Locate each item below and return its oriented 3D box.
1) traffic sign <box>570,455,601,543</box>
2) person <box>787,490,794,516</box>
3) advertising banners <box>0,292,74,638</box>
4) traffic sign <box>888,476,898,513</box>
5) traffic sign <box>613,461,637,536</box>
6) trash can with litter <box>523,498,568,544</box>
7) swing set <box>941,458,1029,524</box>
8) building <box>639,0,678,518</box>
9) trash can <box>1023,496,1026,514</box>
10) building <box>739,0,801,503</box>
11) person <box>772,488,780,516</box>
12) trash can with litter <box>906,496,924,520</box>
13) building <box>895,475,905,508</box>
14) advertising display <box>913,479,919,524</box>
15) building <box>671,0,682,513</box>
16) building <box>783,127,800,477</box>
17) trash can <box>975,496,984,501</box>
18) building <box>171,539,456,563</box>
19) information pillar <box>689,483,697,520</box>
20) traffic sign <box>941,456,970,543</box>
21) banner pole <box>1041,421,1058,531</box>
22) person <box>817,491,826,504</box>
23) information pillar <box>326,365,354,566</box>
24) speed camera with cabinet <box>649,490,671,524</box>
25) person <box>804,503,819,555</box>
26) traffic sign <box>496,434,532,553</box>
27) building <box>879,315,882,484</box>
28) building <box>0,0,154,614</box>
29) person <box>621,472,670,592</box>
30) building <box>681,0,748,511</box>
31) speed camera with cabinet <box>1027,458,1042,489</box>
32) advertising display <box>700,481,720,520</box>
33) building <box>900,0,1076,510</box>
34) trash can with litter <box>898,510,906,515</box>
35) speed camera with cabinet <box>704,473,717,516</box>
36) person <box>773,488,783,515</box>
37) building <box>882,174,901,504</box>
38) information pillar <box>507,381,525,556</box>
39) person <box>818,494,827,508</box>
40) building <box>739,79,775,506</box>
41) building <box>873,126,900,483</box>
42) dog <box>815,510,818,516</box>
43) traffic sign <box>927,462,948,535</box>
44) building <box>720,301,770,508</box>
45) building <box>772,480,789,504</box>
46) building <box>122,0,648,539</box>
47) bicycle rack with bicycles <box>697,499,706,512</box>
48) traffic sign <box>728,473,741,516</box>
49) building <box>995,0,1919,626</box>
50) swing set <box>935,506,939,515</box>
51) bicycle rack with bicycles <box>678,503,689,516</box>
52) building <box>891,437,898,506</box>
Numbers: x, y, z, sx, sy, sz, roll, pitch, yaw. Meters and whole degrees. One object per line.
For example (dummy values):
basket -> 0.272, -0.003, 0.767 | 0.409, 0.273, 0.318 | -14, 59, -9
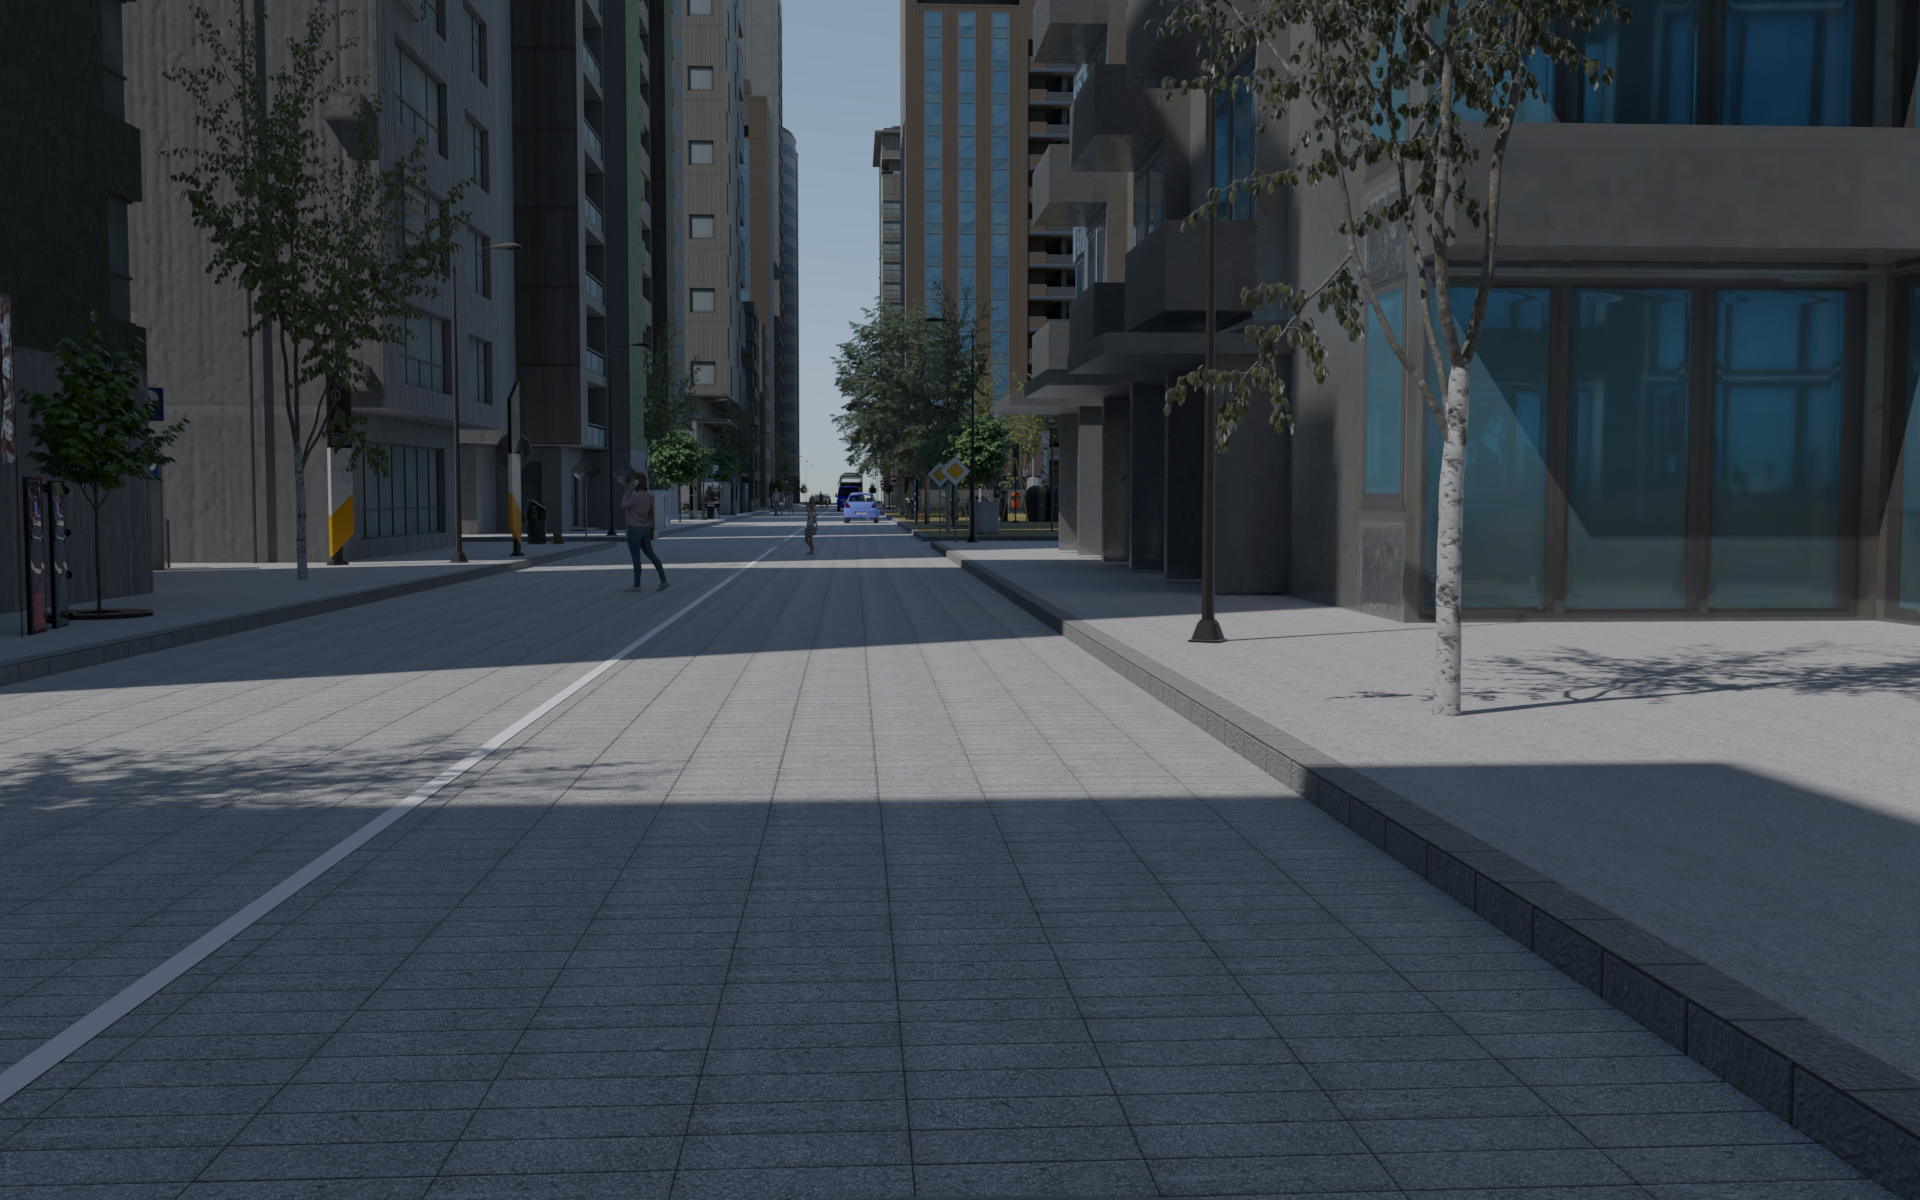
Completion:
traffic sign -> -9.750, -2.538, 45.138 | 0.795, 2.450, 0.064 | 0, 4, -4
person -> -11.245, -6.462, 114.910 | 0.466, 1.731, 0.760 | 1, 4, 10
advertising banners -> -8.506, -1.205, 15.898 | 0.090, 3.025, 2.074 | -1, 4, -13
traffic sign -> -4.592, -7.278, 119.093 | 0.768, 2.556, 0.104 | 0, 4, -3
traffic sign -> -10.246, -3.025, 53.108 | 0.795, 2.450, 0.064 | 0, 4, -4
trash can with litter -> -10.670, -2.031, 44.587 | 1.055, 1.170, 0.624 | -2, 4, -24
swing set -> 1.205, -4.745, 75.199 | 3.119, 2.851, 2.862 | -1, 4, -22
building -> -22.368, -19.399, 88.867 | 14.160, 30.474, 14.107 | 0, 4, -4
trash can -> 4.268, -5.991, 109.611 | 0.748, 1.137, 0.748 | 0, 3, 0
building -> -33.200, -49.354, 245.193 | 20.563, 71.187, 20.611 | 0, 4, -4
person -> -11.918, -6.332, 112.030 | 0.555, 1.821, 0.388 | -3, 4, -39
trash can with litter -> -2.115, -4.717, 88.511 | 0.624, 1.170, 1.055 | -2, 4, -30
building -> 10.218, -28.724, 161.517 | 32.217, 40.220, 23.993 | 0, 4, -4
advertising display -> -1.881, -4.206, 73.986 | 0.123, 1.923, 0.974 | 0, 4, -7
building -> -25.315, -28.151, 110.386 | 14.600, 45.320, 14.200 | 0, 4, -4
building -> -36.031, -44.515, 269.816 | 21.231, 58.520, 28.212 | 0, 4, -4
trash can -> 1.435, -7.033, 126.634 | 0.748, 1.137, 0.748 | 0, 3, 0
building -> -18.011, -21.646, 37.504 | 14.086, 41.232, 14.154 | 0, 4, -4
information pillar -> -13.445, -5.063, 87.278 | 0.304, 2.012, 0.304 | 2, 4, 28
traffic sign -> -0.123, -2.573, 45.716 | 0.795, 2.450, 0.064 | 0, 4, -4
banner pole -> 3.024, -4.252, 59.540 | 0.401, 3.779, 0.863 | 3, 5, 41
person -> -15.203, -11.054, 190.018 | 1.217, 1.735, 0.721 | 2, 4, 32
information pillar -> -11.185, -2.438, 31.214 | 0.183, 3.616, 0.504 | 2, 4, 33
speed camera with cabinet -> -13.367, -4.875, 74.041 | 0.660, 3.252, 2.038 | 3, 5, 43
person -> -3.466, -1.677, 40.929 | 0.382, 1.210, 0.505 | -3, 4, -36
traffic sign -> -9.301, -2.202, 36.117 | 0.768, 2.556, 0.104 | 0, 4, 6
building -> -1.649, -37.856, 273.572 | 22.147, 44.769, 28.867 | 0, 4, -4
building -> -17.076, -14.840, 14.344 | 14.160, 30.474, 14.107 | 0, 4, -4
person -> -4.620, -1.000, 25.440 | 0.643, 1.750, 0.593 | 1, 4, 19
building -> -31.553, -33.685, 139.984 | 28.713, 52.752, 27.495 | 0, 4, -4
speed camera with cabinet -> 4.714, -6.193, 95.588 | 2.038, 3.252, 0.660 | 3, 4, 36
advertising display -> -12.564, -5.012, 87.154 | 0.974, 1.923, 0.123 | -1, 4, -15
building -> 2.236, -30.071, 141.768 | 14.600, 45.320, 14.200 | 0, 4, -4
trash can with litter -> -3.314, -5.916, 108.110 | 1.055, 1.170, 0.624 | -1, 4, -16
speed camera with cabinet -> -14.453, -6.489, 100.438 | 0.660, 3.252, 2.038 | -1, 4, -12
person -> -12.569, -6.776, 119.156 | 0.748, 1.841, 0.638 | 3, 5, 41
building -> -3.021, -33.048, 223.932 | 14.154, 41.232, 14.086 | 0, 4, -4
information pillar -> -9.177, -2.712, 35.689 | 0.183, 3.616, 0.504 | 0, 4, 6
person -> -14.185, -10.208, 178.622 | 0.991, 1.433, 0.599 | -1, 4, -20
building -> -27.786, -33.080, 190.963 | 14.600, 45.320, 14.200 | 0, 4, -4
building -> 2.214, -40.131, 245.385 | 28.713, 52.752, 27.495 | 0, 4, -4
dog -> -9.595, -5.758, 114.337 | 0.550, 0.427, 0.748 | 0, 4, 5
traffic sign -> -0.619, -3.061, 53.685 | 0.795, 2.450, 0.064 | 0, 4, -4
building -> -33.142, -19.816, 169.037 | 27.650, 21.520, 28.899 | 0, 4, -4
building -> -38.520, -32.484, 222.987 | 32.217, 40.220, 23.993 | 0, 4, -4
building -> -18.758, -22.968, 59.120 | 14.154, 41.232, 14.086 | 0, 4, -4
bicycle rack with bicycles -> -18.969, -6.606, 121.397 | 2.852, 0.926, 2.925 | 3, 5, 43
traffic sign -> -13.491, -6.330, 103.606 | 0.768, 2.556, 0.104 | 0, 4, 2
building -> 13.139, -25.051, 29.189 | 23.786, 49.044, 30.456 | 0, 4, -4
swing set -> 0.389, -6.532, 104.421 | 2.862, 2.851, 3.119 | -2, 4, -24
bicycle rack with bicycles -> -18.072, -5.434, 102.231 | 2.852, 0.926, 2.925 | -2, 4, -35
building -> 3.983, -53.489, 187.215 | 22.319, 86.520, 31.000 | 0, 4, -4
